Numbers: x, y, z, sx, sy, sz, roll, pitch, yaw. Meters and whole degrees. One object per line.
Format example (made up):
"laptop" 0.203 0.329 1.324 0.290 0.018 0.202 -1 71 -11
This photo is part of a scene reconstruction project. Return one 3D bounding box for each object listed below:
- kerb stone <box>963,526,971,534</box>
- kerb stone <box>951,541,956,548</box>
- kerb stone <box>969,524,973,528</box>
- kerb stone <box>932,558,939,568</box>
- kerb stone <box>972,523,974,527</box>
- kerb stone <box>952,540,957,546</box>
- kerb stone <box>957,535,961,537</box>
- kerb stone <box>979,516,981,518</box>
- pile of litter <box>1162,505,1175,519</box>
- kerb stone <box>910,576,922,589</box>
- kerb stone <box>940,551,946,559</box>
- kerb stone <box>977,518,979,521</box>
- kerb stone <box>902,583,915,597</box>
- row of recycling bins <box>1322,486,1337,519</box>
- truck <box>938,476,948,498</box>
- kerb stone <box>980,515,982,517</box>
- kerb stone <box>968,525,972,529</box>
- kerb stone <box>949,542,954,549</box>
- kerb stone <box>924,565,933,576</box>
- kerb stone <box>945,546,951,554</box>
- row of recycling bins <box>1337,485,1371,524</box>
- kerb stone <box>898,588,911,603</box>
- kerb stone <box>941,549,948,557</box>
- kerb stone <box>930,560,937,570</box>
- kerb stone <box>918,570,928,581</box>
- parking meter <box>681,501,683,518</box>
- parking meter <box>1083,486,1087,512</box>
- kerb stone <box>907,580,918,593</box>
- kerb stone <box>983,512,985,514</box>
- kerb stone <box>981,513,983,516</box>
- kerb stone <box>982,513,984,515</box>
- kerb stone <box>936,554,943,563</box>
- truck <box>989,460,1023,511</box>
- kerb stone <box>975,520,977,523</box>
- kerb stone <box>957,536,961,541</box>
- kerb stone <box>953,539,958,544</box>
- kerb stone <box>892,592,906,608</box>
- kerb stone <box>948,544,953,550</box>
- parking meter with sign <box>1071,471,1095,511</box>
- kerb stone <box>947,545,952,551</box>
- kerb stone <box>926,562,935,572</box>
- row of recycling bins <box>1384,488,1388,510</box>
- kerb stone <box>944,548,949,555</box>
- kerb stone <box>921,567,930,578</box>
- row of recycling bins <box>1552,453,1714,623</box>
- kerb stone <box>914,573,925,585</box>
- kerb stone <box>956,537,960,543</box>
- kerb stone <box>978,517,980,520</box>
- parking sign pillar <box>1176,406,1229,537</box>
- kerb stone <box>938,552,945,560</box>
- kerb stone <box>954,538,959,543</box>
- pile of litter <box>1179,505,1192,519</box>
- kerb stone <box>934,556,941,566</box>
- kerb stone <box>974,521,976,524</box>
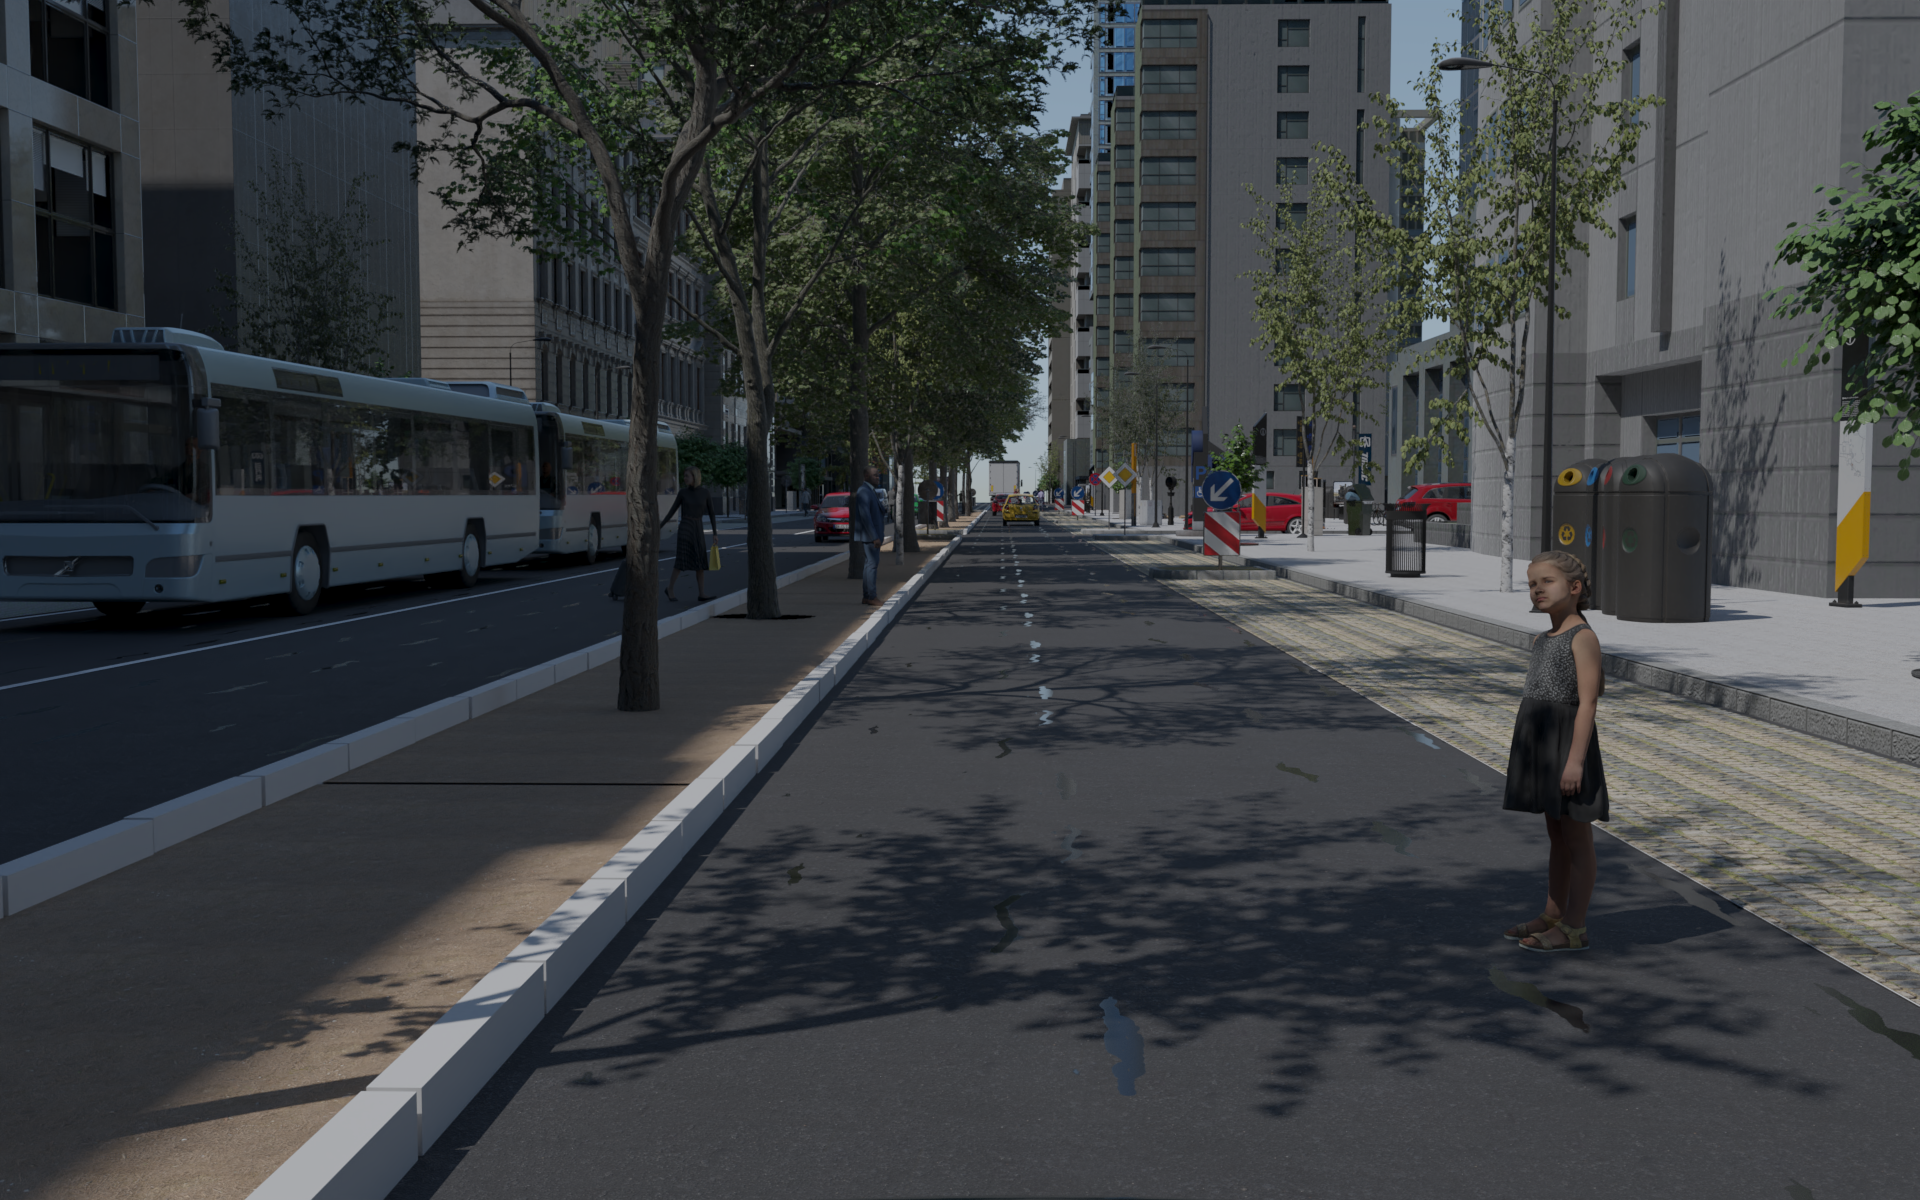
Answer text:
"kerb stone" 0.255 -2.627 65.253 0.120 0.150 1.000 0 4 1
"kerb stone" -0.246 -1.349 44.245 0.120 0.150 1.000 0 4 1
"kerb stone" 0.335 -2.818 68.321 0.120 0.150 1.000 0 4 1
"kerb stone" -0.518 -0.659 32.965 0.120 0.150 1.000 0 4 1
"kerb stone" 0.387 -2.946 70.380 0.120 0.150 1.000 0 4 1
"kerb stone" -0.222 -1.411 45.267 0.120 0.150 1.000 0 4 1
"kerb stone" -0.100 -1.724 50.385 0.120 0.150 1.000 0 4 1
"kerb stone" 0.887 -4.199 90.881 0.120 0.150 1.000 0 4 1
"pile of litter" 10.474 -4.598 89.142 1.176 0.858 1.719 1 4 9
"kerb stone" -0.692 -0.219 25.783 0.120 0.150 1.000 0 4 1
"kerb stone" -0.427 -0.907 37.069 0.120 0.150 1.000 0 4 1
"kerb stone" 0.727 -3.822 84.714 0.120 0.150 1.000 0 4 1
"kerb stone" -0.739 -0.093 23.730 0.120 0.150 1.000 0 4 1
"row of recycling bins" 19.784 -5.216 92.388 1.069 1.692 3.534 0 4 -1
"truck" -2.773 -17.616 276.939 2.839 4.237 11.283 0 3 0
"kerb stone" 1.005 -4.513 96.011 0.120 0.150 1.000 0 4 1
"kerb stone" 0.284 -2.696 66.274 0.120 0.150 1.000 0 4 1
"kerb stone" -0.277 -1.284 43.219 0.120 0.150 1.000 0 4 1
"kerb stone" -0.589 -0.470 29.885 0.120 0.150 1.000 0 4 1
"kerb stone" -0.350 -1.097 40.135 0.120 0.150 1.000 0 4 1
"row of recycling bins" 17.004 -4.114 74.382 1.069 1.692 3.534 0 4 8
"kerb stone" -0.769 -0.026 22.706 0.120 0.150 1.000 0 4 1
"kerb stone" -0.388 -0.967 38.091 0.120 0.150 1.000 0 4 1
"kerb stone" -0.550 -0.593 31.935 0.120 0.150 1.000 0 4 1
"kerb stone" -0.638 -0.341 27.835 0.120 0.150 1.000 0 4 1
"parking meter" -13.320 -4.611 83.806 0.372 1.533 0.369 0 3 0
"parking meter" 9.106 -7.317 125.343 0.399 1.863 0.255 -2 4 -25
"kerb stone" -0.714 -0.154 24.757 0.120 0.150 1.000 0 4 1
"kerb stone" 1.328 -5.326 109.316 0.120 0.150 1.000 0 4 1
"kerb stone" 1.154 -4.890 102.148 0.120 0.150 1.000 0 4 1
"kerb stone" 1.207 -5.015 104.194 0.120 0.150 1.000 0 4 1
"kerb stone" -0.463 -0.784 35.021 0.120 0.150 1.000 0 4 1
"truck" 3.897 -9.795 149.054 2.839 4.237 11.283 0 4 3
"kerb stone" 0.582 -3.448 78.576 0.120 0.150 1.000 0 4 1
"kerb stone" -0.128 -1.662 49.362 0.120 0.150 1.000 0 4 1
"kerb stone" -0.199 -1.474 46.296 0.120 0.150 1.000 0 4 1
"kerb stone" -0.793 0.032 21.684 0.120 0.150 1.000 0 4 1
"kerb stone" -0.296 -1.220 42.187 0.120 0.150 1.000 0 4 1
"parking meter with sign" 9.320 -8.263 131.364 1.738 3.016 0.543 0 4 1
"kerb stone" -0.317 -1.160 41.165 0.120 0.150 1.000 0 4 1
"kerb stone" -0.565 -0.533 30.913 0.120 0.150 1.000 0 4 1
"row of recycling bins" 30.179 -7.051 122.392 1.069 1.692 3.534 1 4 10
"kerb stone" -0.375 -1.032 39.113 0.120 0.150 1.000 0 4 1
"kerb stone" -0.616 -0.404 28.857 0.120 0.150 1.000 0 4 1
"row of recycling bins" 7.294 -0.719 18.861 1.069 1.692 3.534 0 4 6
"kerb stone" -0.670 -0.282 26.813 0.120 0.150 1.000 0 4 1
"kerb stone" -0.143 -1.599 48.340 0.120 0.150 1.000 0 4 1
"kerb stone" 0.806 -4.010 87.806 0.120 0.150 1.000 0 4 1
"parking sign pillar" 7.299 -3.925 52.654 1.447 3.967 1.447 0 4 6
"kerb stone" -0.446 -0.847 36.047 0.120 0.150 1.000 0 4 1
"kerb stone" -0.173 -1.536 47.318 0.120 0.150 1.000 0 4 1
"pile of litter" 12.073 -4.680 90.483 1.176 0.858 1.719 0 4 -7
"kerb stone" -0.492 -0.720 33.995 0.120 0.150 1.000 0 4 1
"kerb stone" 0.508 -3.261 75.506 0.120 0.150 1.000 0 4 1
